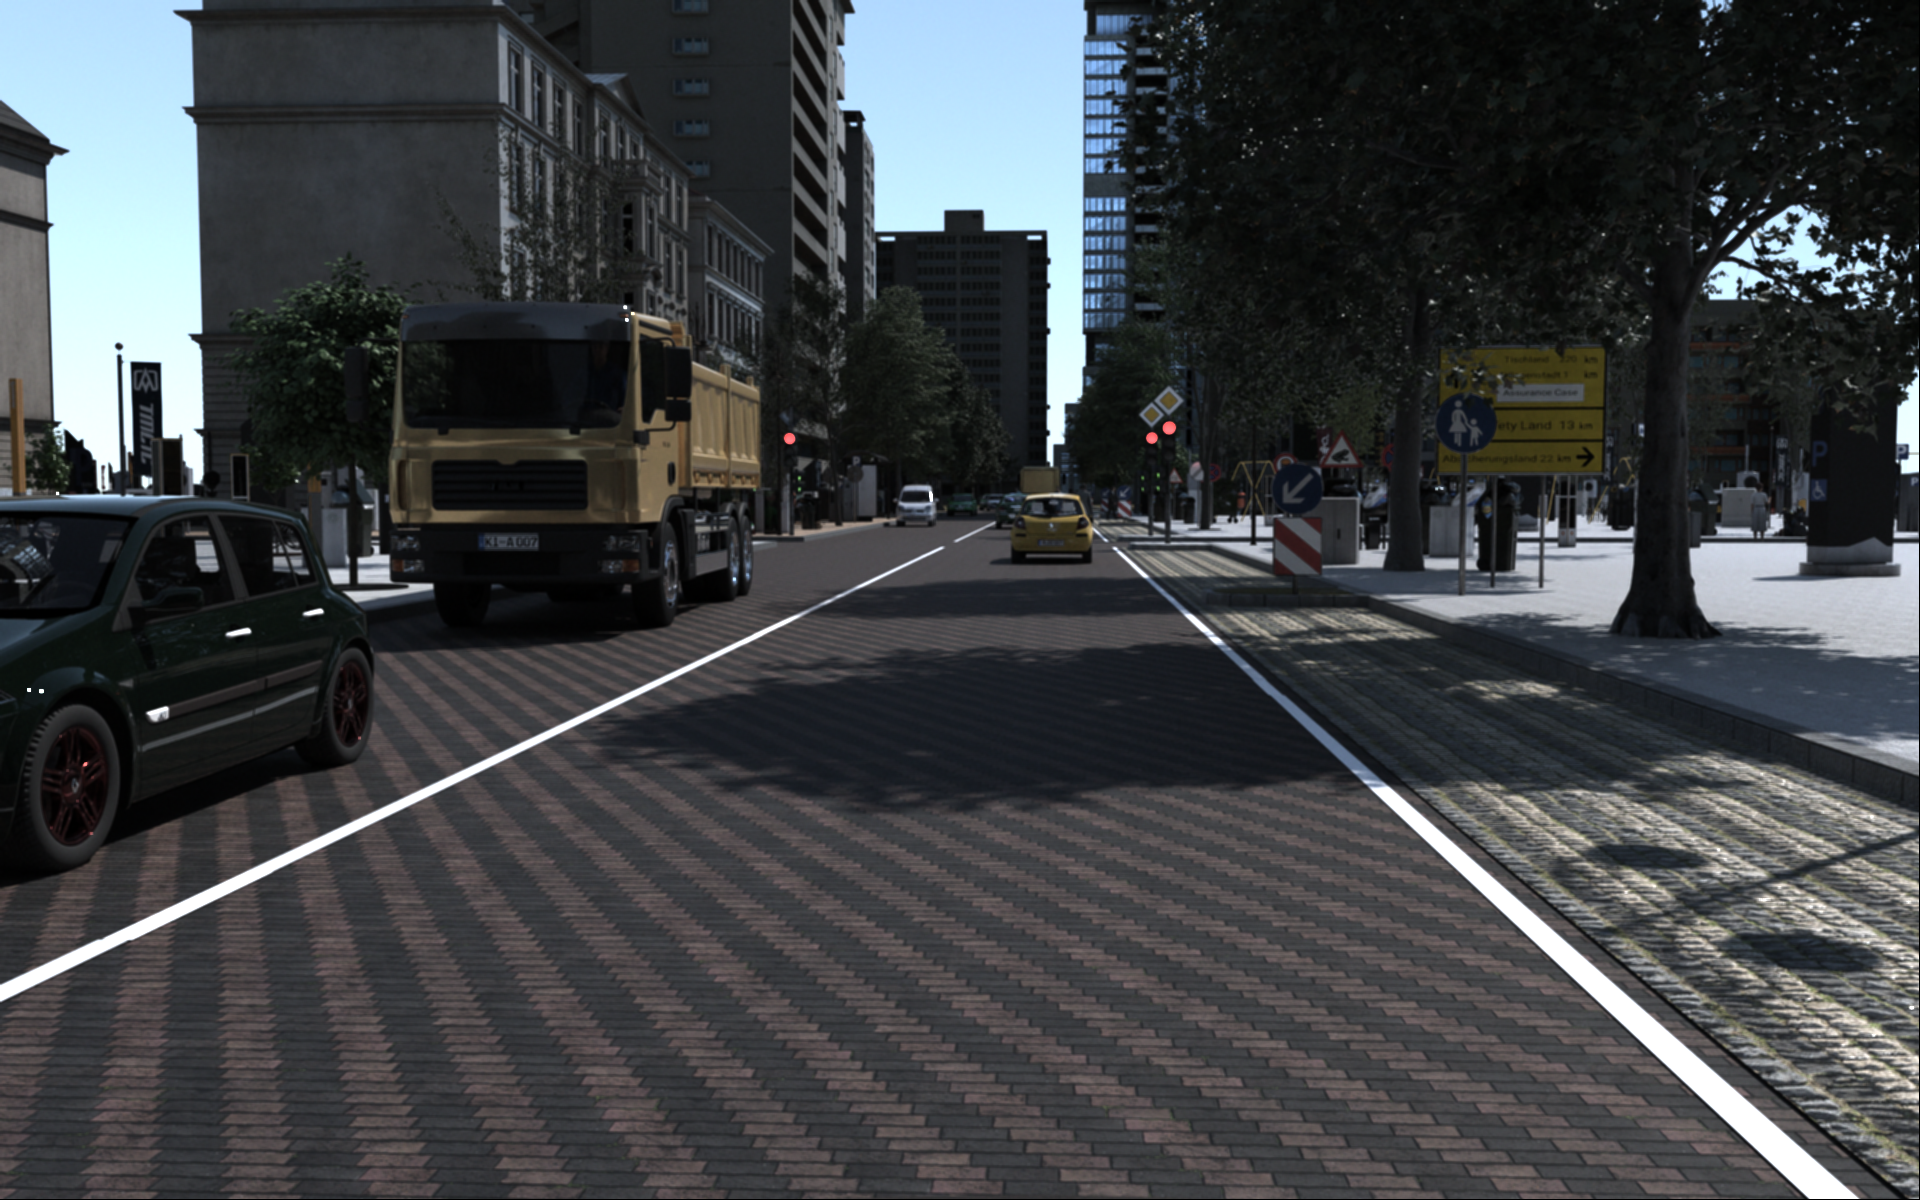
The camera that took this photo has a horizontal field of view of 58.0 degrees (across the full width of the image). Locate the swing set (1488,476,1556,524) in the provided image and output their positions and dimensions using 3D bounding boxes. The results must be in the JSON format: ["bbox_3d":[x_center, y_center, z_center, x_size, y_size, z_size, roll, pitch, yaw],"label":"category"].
[{"bbox_3d":[23.670,-4.562,72.202,3.119,2.851,2.862,0,4,0],"label":"swing set"}]

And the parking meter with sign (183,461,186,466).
[{"bbox_3d":[-41.350,-5.863,92.123,0.543,3.016,1.738,-1,4,-18],"label":"parking meter with sign"}]

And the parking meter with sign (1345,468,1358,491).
[{"bbox_3d":[20.688,-5.669,88.946,1.738,3.016,0.543,2,4,25],"label":"parking meter with sign"}]

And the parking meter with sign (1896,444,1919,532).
[{"bbox_3d":[32.564,-3.861,59.390,0.543,3.016,1.738,0,4,5],"label":"parking meter with sign"}]

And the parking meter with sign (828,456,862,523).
[{"bbox_3d":[-5.225,-5.033,78.553,0.543,3.016,1.738,3,5,39],"label":"parking meter with sign"}]

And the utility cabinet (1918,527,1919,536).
[{"bbox_3d":[29.333,-2.661,52.189,0.318,1.500,1.173,0,4,5],"label":"utility cabinet"}]

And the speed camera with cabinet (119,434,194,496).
[{"bbox_3d":[-26.328,-3.826,56.885,2.038,3.252,0.660,-1,4,-8],"label":"speed camera with cabinet"}]

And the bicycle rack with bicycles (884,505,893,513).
[{"bbox_3d":[-5.411,-5.773,107.777,2.852,0.926,2.925,-3,5,-40],"label":"bicycle rack with bicycles"}]

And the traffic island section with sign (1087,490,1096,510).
[{"bbox_3d":[8.725,-5.895,105.003,1.989,1.847,2.006,0,4,3],"label":"traffic island section with sign"}]

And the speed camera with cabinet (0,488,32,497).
[{"bbox_3d":[-25.889,-3.170,46.164,0.660,3.252,2.038,2,4,30],"label":"speed camera with cabinet"}]

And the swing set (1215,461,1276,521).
[{"bbox_3d":[14.088,-5.235,83.207,2.862,2.851,3.119,-1,4,-18],"label":"swing set"}]

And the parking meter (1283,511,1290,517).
[{"bbox_3d":[16.092,-4.865,85.253,0.255,1.863,0.399,2,4,32],"label":"parking meter"}]

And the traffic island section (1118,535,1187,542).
[{"bbox_3d":[5.851,-1.874,52.923,2.009,0.180,2.903,0,4,3],"label":"traffic island section"}]

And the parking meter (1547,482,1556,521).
[{"bbox_3d":[28.158,-4.694,82.457,0.255,1.863,0.399,0,4,-4],"label":"parking meter"}]

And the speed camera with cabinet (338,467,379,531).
[{"bbox_3d":[-20.431,-3.993,59.629,0.660,3.252,2.038,2,4,28],"label":"speed camera with cabinet"}]

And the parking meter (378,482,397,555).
[{"bbox_3d":[-12.167,-1.739,36.844,0.372,1.533,0.369,0,3,0],"label":"parking meter"}]

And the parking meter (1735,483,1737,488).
[{"bbox_3d":[41.635,-5.318,92.665,0.255,1.863,0.399,3,4,36],"label":"parking meter"}]

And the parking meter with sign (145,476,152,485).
[{"bbox_3d":[-57.936,-7.874,125.000,1.738,3.016,0.543,2,4,27],"label":"parking meter with sign"}]

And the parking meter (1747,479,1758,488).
[{"bbox_3d":[30.811,-3.774,67.409,0.399,1.863,0.255,-2,4,-35],"label":"parking meter"}]

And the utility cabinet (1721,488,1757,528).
[{"bbox_3d":[29.495,-3.481,65.585,1.173,1.500,0.318,3,5,41],"label":"utility cabinet"}]

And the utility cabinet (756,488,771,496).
[{"bbox_3d":[-11.684,-5.881,104.840,1.173,1.500,0.318,0,4,1],"label":"utility cabinet"}]

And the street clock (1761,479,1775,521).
[{"bbox_3d":[38.083,-4.725,81.823,0.471,2.002,0.358,2,4,31],"label":"street clock"}]

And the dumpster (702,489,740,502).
[{"bbox_3d":[-8.176,-3.375,57.671,1.502,2.255,1.985,0,4,3],"label":"dumpster"}]

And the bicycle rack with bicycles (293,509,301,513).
[{"bbox_3d":[-15.924,-1.653,40.417,2.925,0.926,2.852,-1,4,-10],"label":"bicycle rack with bicycles"}]

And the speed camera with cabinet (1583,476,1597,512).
[{"bbox_3d":[39.189,-7.051,109.617,2.038,3.252,0.660,3,5,41],"label":"speed camera with cabinet"}]

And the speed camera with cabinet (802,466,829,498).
[{"bbox_3d":[-10.190,-7.886,123.266,2.038,3.252,0.660,1,4,21],"label":"speed camera with cabinet"}]

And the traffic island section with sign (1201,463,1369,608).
[{"bbox_3d":[4.205,-0.861,22.705,1.989,1.847,2.006,0,4,3],"label":"traffic island section with sign"}]

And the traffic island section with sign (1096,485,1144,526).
[{"bbox_3d":[7.212,-4.211,77.484,1.989,1.847,2.006,0,4,3],"label":"traffic island section with sign"}]

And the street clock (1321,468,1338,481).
[{"bbox_3d":[7.824,-1.964,36.689,0.358,2.002,0.471,2,4,30],"label":"street clock"}]

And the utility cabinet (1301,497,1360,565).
[{"bbox_3d":[6.804,-1.264,31.830,1.020,1.237,0.306,2,4,27],"label":"utility cabinet"}]

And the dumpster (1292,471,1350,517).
[{"bbox_3d":[8.434,-2.120,40.418,1.264,1.857,1.865,0,4,3],"label":"dumpster"}]

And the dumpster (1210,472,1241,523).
[{"bbox_3d":[11.586,-4.530,76.563,1.502,2.255,1.985,0,4,3],"label":"dumpster"}]

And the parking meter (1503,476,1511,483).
[{"bbox_3d":[13.242,-2.235,42.248,0.255,1.863,0.399,3,5,39],"label":"parking meter"}]

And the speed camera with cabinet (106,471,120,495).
[{"bbox_3d":[-34.288,-4.658,70.488,0.660,3.252,2.038,-2,4,-35],"label":"speed camera with cabinet"}]

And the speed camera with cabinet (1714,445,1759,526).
[{"bbox_3d":[30.957,-4.601,69.564,2.038,3.252,0.660,0,4,1],"label":"speed camera with cabinet"}]

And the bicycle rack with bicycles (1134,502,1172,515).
[{"bbox_3d":[12.284,-5.799,108.195,2.925,0.926,2.852,-1,4,-12],"label":"bicycle rack with bicycles"}]

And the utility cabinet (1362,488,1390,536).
[{"bbox_3d":[12.884,-2.701,52.838,1.173,1.500,0.318,-1,4,-19],"label":"utility cabinet"}]

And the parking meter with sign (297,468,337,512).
[{"bbox_3d":[-21.325,-3.756,57.668,0.543,3.016,1.738,1,4,18],"label":"parking meter with sign"}]

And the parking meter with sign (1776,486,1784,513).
[{"bbox_3d":[54.287,-7.239,114.619,0.543,3.016,1.738,1,4,21],"label":"parking meter with sign"}]

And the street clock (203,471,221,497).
[{"bbox_3d":[-23.349,-3.028,54.074,0.471,2.002,0.358,-3,5,-43],"label":"street clock"}]

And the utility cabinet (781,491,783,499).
[{"bbox_3d":[-12.244,-6.535,115.518,1.173,1.500,0.318,3,4,37],"label":"utility cabinet"}]

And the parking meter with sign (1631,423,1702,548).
[{"bbox_3d":[17.162,-2.798,42.012,0.543,3.016,1.738,-2,4,-30],"label":"parking meter with sign"}]

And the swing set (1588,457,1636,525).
[{"bbox_3d":[28.478,-4.627,73.274,2.862,2.851,3.119,0,4,5],"label":"swing set"}]

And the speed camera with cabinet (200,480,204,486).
[{"bbox_3d":[-45.193,-6.806,105.613,2.038,3.252,0.660,-3,5,-42],"label":"speed camera with cabinet"}]

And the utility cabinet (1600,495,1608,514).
[{"bbox_3d":[42.618,-6.296,114.104,1.020,1.237,0.306,-2,4,-32],"label":"utility cabinet"}]

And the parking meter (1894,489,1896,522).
[{"bbox_3d":[36.915,-3.692,68.768,0.372,1.533,0.369,0,3,0],"label":"parking meter"}]

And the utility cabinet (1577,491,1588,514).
[{"bbox_3d":[38.572,-6.051,107.614,0.318,1.500,1.173,-1,4,-11],"label":"utility cabinet"}]

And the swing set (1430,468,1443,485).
[{"bbox_3d":[29.680,-6.547,104.665,3.119,2.851,2.862,-2,4,-24],"label":"swing set"}]

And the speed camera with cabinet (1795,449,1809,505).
[{"bbox_3d":[36.935,-4.914,74.685,0.660,3.252,2.038,-1,4,-21],"label":"speed camera with cabinet"}]

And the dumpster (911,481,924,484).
[{"bbox_3d":[-3.035,-7.183,119.939,1.502,2.255,1.985,0,4,3],"label":"dumpster"}]

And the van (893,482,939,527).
[{"bbox_3d":[-1.943,-4.302,77.351,2.013,2.044,4.112,0,4,1],"label":"van"}]

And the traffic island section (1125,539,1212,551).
[{"bbox_3d":[5.413,-1.386,44.950,2.009,0.180,2.903,0,4,3],"label":"traffic island section"}]

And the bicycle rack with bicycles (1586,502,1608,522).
[{"bbox_3d":[30.322,-4.095,80.337,2.852,0.926,2.925,1,4,17],"label":"bicycle rack with bicycles"}]

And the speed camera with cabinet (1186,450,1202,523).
[{"bbox_3d":[10.426,-5.058,77.032,0.660,3.252,2.038,0,4,6],"label":"speed camera with cabinet"}]

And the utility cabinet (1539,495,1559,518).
[{"bbox_3d":[31.677,-5.013,93.130,1.020,1.237,0.306,-1,4,-11],"label":"utility cabinet"}]

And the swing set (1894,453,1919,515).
[{"bbox_3d":[35.321,-4.189,66.116,3.119,2.851,2.862,1,4,23],"label":"swing set"}]
